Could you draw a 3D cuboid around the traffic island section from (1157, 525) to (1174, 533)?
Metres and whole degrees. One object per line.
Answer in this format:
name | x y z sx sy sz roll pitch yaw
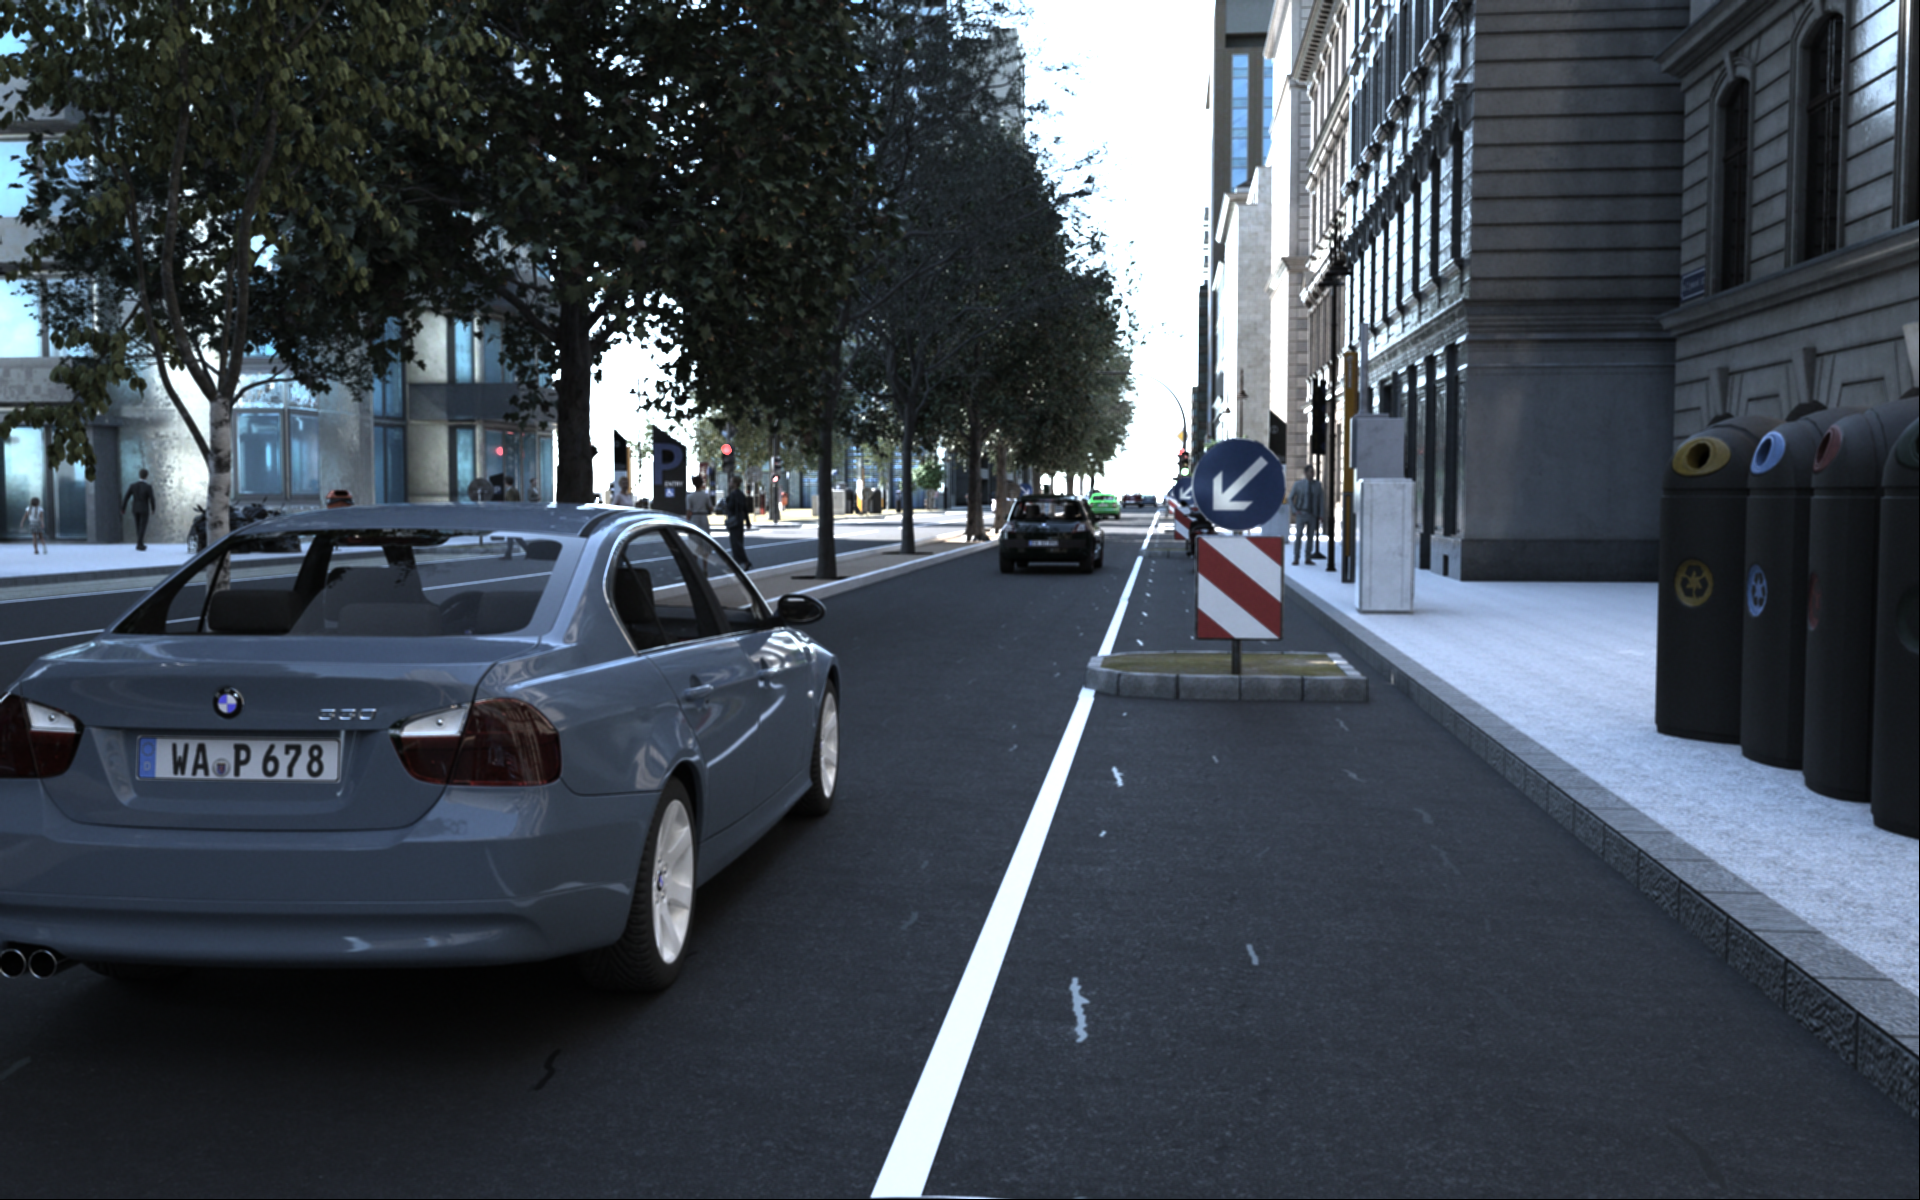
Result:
traffic island section | 8.351 -2.575 64.376 2.009 0.180 2.903 0 4 7

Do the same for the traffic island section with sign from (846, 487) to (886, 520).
traffic island section with sign | -5.231 -5.410 97.087 1.989 1.847 2.006 0 4 7

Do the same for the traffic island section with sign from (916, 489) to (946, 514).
traffic island section with sign | -2.068 -7.048 123.857 1.989 1.847 2.006 0 4 7

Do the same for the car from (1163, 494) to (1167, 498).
car | 28.570 -13.882 236.555 1.945 1.707 3.694 0 4 8

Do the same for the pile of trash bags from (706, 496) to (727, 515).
pile of trash bags | -15.600 -5.835 105.157 3.447 1.369 1.912 1 4 11

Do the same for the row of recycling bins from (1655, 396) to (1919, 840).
row of recycling bins | 4.107 -0.045 7.852 1.069 1.692 3.534 0 4 5

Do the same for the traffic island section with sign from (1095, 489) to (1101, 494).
traffic island section with sign | 11.604 -8.515 147.353 2.006 1.907 1.989 0 4 7

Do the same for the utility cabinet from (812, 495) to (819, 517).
utility cabinet | -8.267 -5.383 99.171 0.306 1.237 1.020 0 4 6

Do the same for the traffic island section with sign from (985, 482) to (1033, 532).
traffic island section with sign | 1.905 -3.501 65.377 2.006 1.907 1.989 0 4 7

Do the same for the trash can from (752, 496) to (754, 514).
trash can | -13.760 -6.221 113.374 0.748 1.137 0.748 0 3 0

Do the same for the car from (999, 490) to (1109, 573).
car | 1.776 -1.409 32.826 2.009 1.686 4.222 1 4 8

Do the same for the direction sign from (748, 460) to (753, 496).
direction sign | -13.873 -7.505 114.698 0.379 3.537 0.876 1 4 14

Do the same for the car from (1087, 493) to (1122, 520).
car | 8.116 -5.425 97.488 1.959 1.807 4.718 0 4 7

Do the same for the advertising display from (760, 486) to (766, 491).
advertising display | -15.282 -7.933 134.911 0.123 1.923 0.974 0 4 4

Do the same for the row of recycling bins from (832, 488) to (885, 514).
row of recycling bins | -6.849 -6.463 112.781 3.534 1.692 1.069 0 4 0

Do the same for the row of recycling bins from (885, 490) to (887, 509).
row of recycling bins | -7.525 -8.534 146.646 1.069 1.692 3.534 3 5 42

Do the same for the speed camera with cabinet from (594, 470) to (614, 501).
speed camera with cabinet | -24.511 -7.648 119.381 2.038 3.252 0.660 0 4 0

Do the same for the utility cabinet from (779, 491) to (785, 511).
utility cabinet | -13.262 -7.338 128.649 0.318 1.500 1.173 -1 4 -20

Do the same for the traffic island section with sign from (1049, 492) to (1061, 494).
traffic island section with sign | 13.445 -15.070 255.025 1.989 1.847 2.006 0 4 7

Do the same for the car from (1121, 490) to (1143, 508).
car | 18.143 -10.629 182.457 2.281 1.827 5.304 0 4 5

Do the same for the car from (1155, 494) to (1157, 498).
car | 32.289 -17.176 291.053 2.015 1.641 3.980 0 4 8

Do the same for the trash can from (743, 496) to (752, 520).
trash can | -10.960 -4.588 86.667 0.748 1.137 0.748 0 3 0

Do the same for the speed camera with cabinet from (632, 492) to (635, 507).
speed camera with cabinet | -27.428 -8.931 140.352 2.038 3.252 0.660 1 4 16

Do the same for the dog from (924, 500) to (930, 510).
dog | -2.472 -7.544 137.726 0.800 0.831 0.513 -1 4 -9

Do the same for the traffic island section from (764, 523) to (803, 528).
traffic island section | -7.932 -3.184 74.341 2.009 0.180 2.903 0 4 7

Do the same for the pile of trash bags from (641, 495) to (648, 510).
pile of trash bags | -24.454 -7.591 133.871 3.447 1.369 1.912 0 4 4

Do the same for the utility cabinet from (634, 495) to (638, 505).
utility cabinet | -27.684 -8.266 146.314 1.020 1.237 0.306 -1 4 -12

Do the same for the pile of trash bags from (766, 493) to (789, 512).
pile of trash bags | -14.049 -7.130 126.327 3.447 1.369 1.912 -3 4 -37

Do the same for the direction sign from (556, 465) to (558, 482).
direction sign | -31.290 -8.805 135.957 0.876 3.537 0.379 1 4 14

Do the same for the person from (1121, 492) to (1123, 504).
person | 23.348 -14.742 249.609 0.705 1.814 1.350 0 4 -6

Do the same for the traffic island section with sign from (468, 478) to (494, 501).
traffic island section with sign | -11.773 -2.034 41.882 1.989 1.847 2.006 0 4 7

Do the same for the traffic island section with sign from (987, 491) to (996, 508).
traffic island section with sign | 3.829 -10.096 173.703 1.989 1.847 2.006 0 4 7

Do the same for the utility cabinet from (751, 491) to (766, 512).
utility cabinet | -13.938 -6.789 119.685 0.318 1.500 1.173 3 5 45

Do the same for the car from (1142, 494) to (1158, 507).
car | 21.499 -11.311 196.934 2.014 1.417 4.499 1 4 8

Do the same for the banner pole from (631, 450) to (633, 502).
banner pole | -18.714 -6.578 97.573 0.863 3.779 0.401 1 4 13

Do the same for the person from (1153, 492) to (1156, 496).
person | 30.498 -16.092 272.523 0.541 1.710 0.530 3 4 39

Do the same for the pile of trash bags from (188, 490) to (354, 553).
pile of trash bags | -15.174 -1.749 38.346 3.447 1.369 1.912 -3 4 -36

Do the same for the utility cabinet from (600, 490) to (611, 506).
utility cabinet | -28.898 -8.132 141.634 1.173 1.500 0.318 0 4 6

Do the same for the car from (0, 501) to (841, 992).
car | -1.570 0.346 6.340 2.014 1.417 4.499 0 4 5

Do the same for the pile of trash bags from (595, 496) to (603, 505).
pile of trash bags | -22.353 -5.773 104.138 1.912 1.369 3.447 -1 4 -18

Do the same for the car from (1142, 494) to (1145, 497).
car | 23.938 -13.053 222.213 1.959 1.807 4.718 0 4 6

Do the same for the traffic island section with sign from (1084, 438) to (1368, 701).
traffic island section with sign | 1.952 -0.268 13.014 1.989 1.847 2.006 0 4 7

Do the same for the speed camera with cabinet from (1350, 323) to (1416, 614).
speed camera with cabinet | 4.740 -1.533 19.404 0.660 3.252 2.038 1 4 10

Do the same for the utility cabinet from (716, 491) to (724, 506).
utility cabinet | -18.701 -7.592 132.809 1.173 1.500 0.318 1 4 15

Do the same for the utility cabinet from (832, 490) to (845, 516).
utility cabinet | -7.370 -5.725 102.282 1.173 1.500 0.318 2 4 28

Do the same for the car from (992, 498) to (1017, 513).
car | 3.528 -7.445 134.092 2.083 1.381 4.827 0 4 5

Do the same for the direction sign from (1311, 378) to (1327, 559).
direction sign | 7.077 -2.582 34.214 0.379 3.537 0.876 2 4 28

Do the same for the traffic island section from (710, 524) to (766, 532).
traffic island section | -8.870 -2.699 66.411 2.009 0.180 2.903 0 4 7

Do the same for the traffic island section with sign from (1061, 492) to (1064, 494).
traffic island section with sign | 16.693 -16.748 282.457 1.989 1.847 2.006 0 4 7

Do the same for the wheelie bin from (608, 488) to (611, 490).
wheelie bin | -18.809 -5.256 93.843 0.693 1.594 0.980 2 4 33
